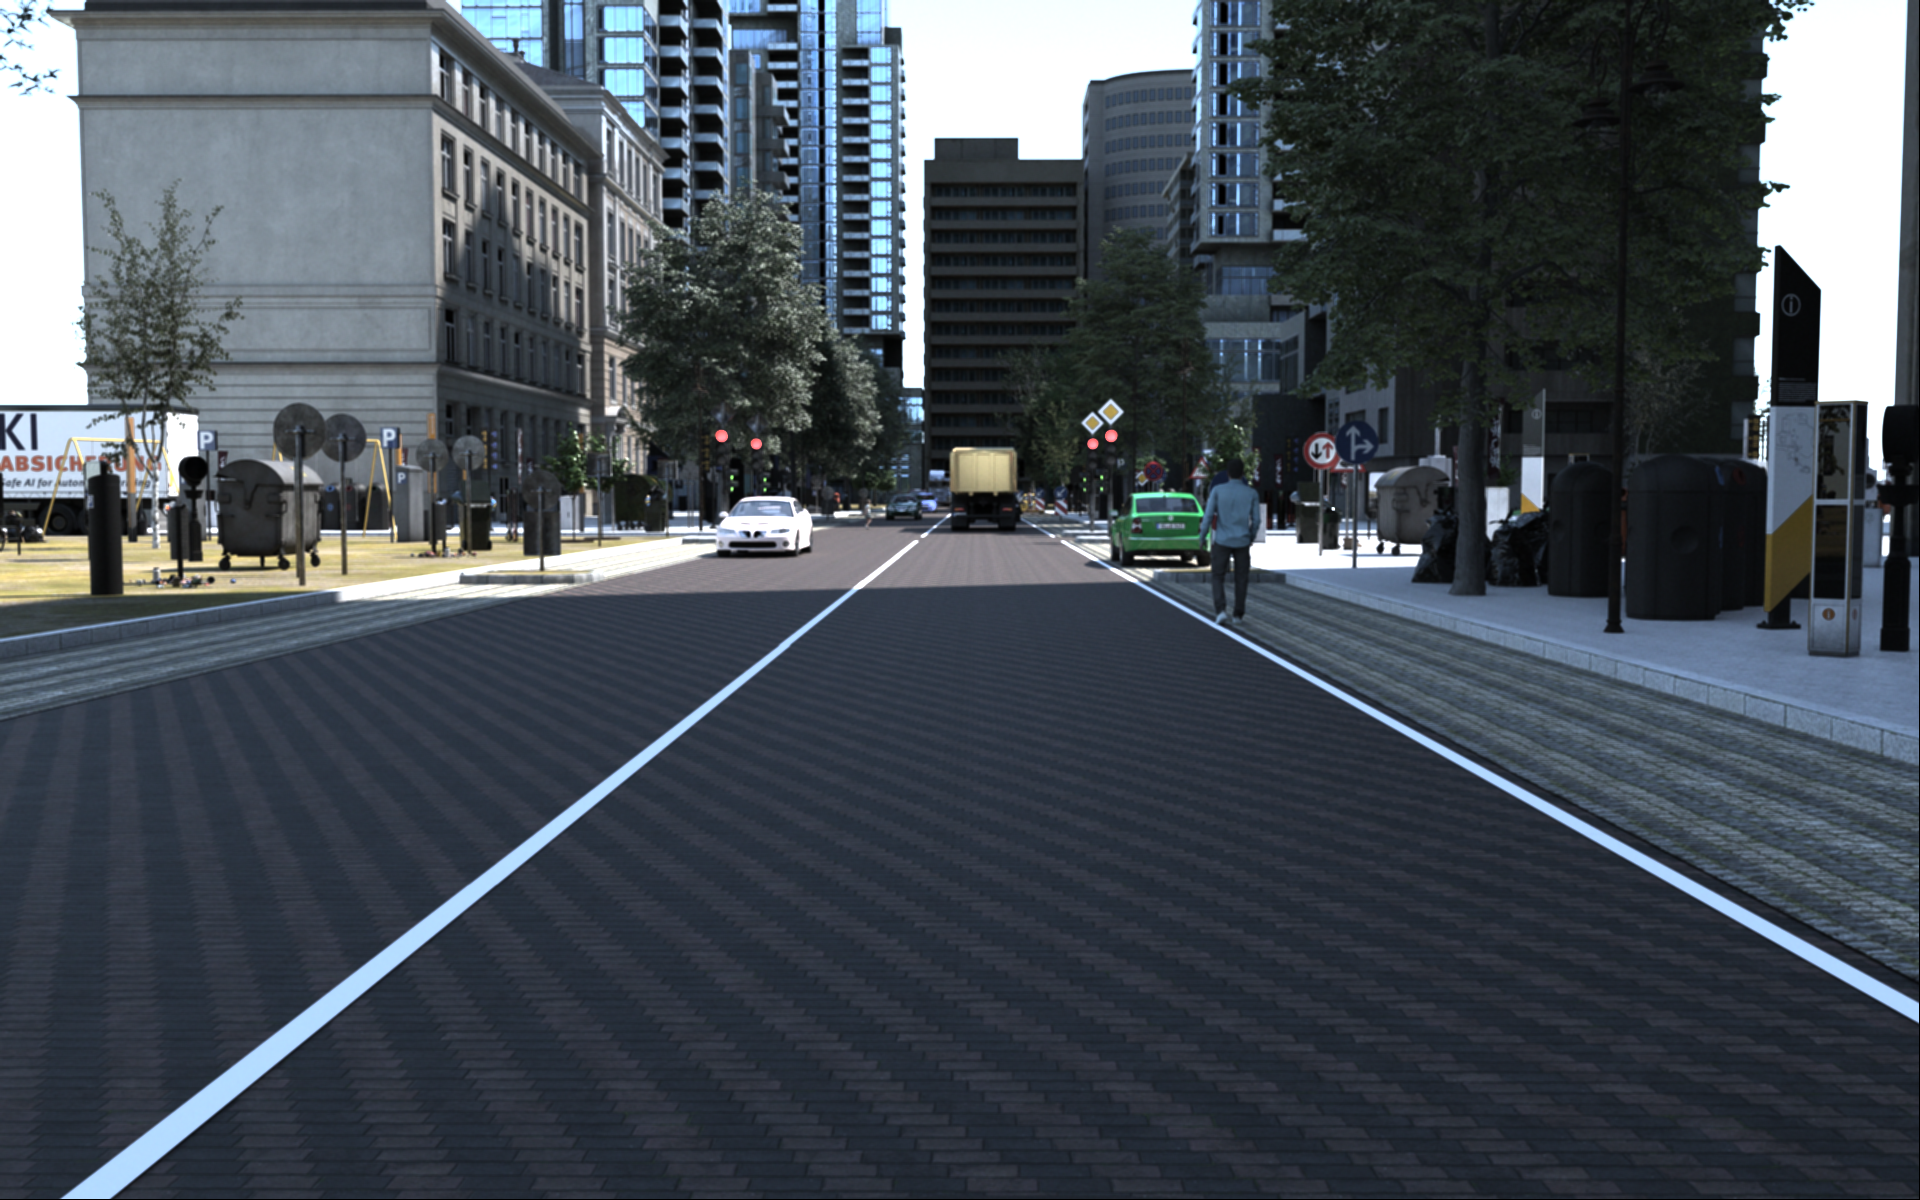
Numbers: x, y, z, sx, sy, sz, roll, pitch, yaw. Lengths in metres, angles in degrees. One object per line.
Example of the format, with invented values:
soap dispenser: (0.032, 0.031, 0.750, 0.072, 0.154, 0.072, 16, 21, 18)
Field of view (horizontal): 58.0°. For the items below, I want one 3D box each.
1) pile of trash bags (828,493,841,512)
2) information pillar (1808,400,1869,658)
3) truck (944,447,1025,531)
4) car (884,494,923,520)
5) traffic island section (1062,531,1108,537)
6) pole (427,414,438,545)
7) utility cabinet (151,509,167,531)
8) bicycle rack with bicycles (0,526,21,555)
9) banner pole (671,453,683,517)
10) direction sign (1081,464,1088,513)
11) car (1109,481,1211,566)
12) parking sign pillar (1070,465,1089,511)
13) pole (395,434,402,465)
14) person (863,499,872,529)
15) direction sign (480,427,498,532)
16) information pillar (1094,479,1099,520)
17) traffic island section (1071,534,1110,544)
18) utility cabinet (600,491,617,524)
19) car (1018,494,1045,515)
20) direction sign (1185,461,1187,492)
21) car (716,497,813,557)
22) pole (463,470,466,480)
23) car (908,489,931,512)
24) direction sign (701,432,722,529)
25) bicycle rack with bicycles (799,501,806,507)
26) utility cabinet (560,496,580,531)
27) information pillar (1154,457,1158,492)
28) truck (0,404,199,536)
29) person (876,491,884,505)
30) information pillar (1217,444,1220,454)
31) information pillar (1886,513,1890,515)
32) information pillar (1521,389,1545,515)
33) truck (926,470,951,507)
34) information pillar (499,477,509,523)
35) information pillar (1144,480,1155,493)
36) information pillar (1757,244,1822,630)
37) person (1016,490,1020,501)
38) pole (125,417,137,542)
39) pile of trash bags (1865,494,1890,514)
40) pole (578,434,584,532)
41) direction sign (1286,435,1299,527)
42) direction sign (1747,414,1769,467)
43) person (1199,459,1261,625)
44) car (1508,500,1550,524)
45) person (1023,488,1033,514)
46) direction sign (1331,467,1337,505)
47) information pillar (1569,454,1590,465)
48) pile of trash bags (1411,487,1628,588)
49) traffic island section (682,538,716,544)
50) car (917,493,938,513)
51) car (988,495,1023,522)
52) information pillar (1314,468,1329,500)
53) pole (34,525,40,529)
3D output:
pile of trash bags: (-9.431, -7.023, 124.574, 1.912, 1.369, 3.447, 1, 4, 18)
information pillar: (6.947, -0.563, 13.702, 0.304, 2.012, 0.304, -3, 5, -44)
truck: (0.980, -4.576, 70.747, 3.469, 3.379, 9.791, 0, 4, 1)
car: (-3.108, -5.183, 96.543, 2.131, 1.459, 4.920, 0, 4, 2)
traffic island section: (4.520, -2.249, 59.054, 2.009, 0.180, 2.903, 0, 4, 1)
pole: (-13.404, -3.066, 43.973, 0.158, 3.312, 0.155, 0, 3, 0)
utility cabinet: (-27.212, -3.121, 59.711, 1.173, 1.500, 0.318, -3, 4, -38)
bicycle rack with bicycles: (-20.811, -1.344, 35.350, 2.852, 0.926, 2.925, 0, 4, 4)
banner pole: (-15.893, -6.540, 96.939, 0.863, 3.779, 0.401, -2, 4, -28)
direction sign: (8.780, -7.816, 119.781, 0.876, 3.537, 0.379, 2, 4, 32)
car: (4.075, -1.635, 35.525, 1.959, 1.807, 4.718, 0, 4, 1)
parking sign pillar: (8.978, -8.694, 130.621, 1.447, 3.967, 1.447, 2, 4, 24)
pole: (-19.154, -3.994, 59.146, 0.158, 3.312, 0.155, 0, 3, 0)
person: (-3.814, -3.483, 70.460, 0.382, 1.210, 0.505, -2, 4, -29)
direction sign: (-16.121, -4.118, 59.328, 0.379, 3.537, 0.876, 1, 4, 22)
information pillar: (6.585, -4.896, 84.540, 0.304, 2.012, 0.304, -3, 5, -41)
traffic island section: (4.445, -1.761, 51.069, 2.009, 0.180, 2.903, 0, 4, 1)
utility cabinet: (-14.943, -3.963, 73.471, 0.318, 1.500, 1.173, 1, 4, 15)
car: (4.887, -6.677, 119.387, 2.015, 1.641, 3.980, 0, 4, -1)
direction sign: (14.177, -7.145, 108.815, 0.379, 3.537, 0.876, 1, 4, 14)
car: (-4.595, -1.762, 41.165, 2.083, 1.381, 4.827, 0, 4, 2)
pole: (-19.424, -4.538, 68.037, 0.158, 3.312, 0.155, 0, 3, 0)
car: (-3.383, -8.039, 140.112, 2.281, 1.827, 5.304, 0, 4, -1)
direction sign: (-9.032, -4.363, 63.328, 0.876, 3.537, 0.379, -1, 4, -15)
bicycle rack with bicycles: (-12.371, -7.219, 131.413, 2.925, 0.926, 2.852, -3, 5, -44)
utility cabinet: (-13.826, -3.070, 61.355, 0.306, 1.237, 1.020, -3, 4, -38)
information pillar: (12.499, -7.285, 110.466, 0.183, 3.616, 0.504, 3, 4, 37)
truck: (-30.345, -4.053, 55.178, 11.283, 4.237, 2.839, 0, 4, -1)
person: (-9.787, -12.598, 214.553, 1.350, 1.814, 0.705, 1, 4, 15)
information pillar: (10.321, -4.684, 67.932, 0.504, 3.616, 0.183, 0, 4, -2)
information pillar: (62.089, -6.798, 115.633, 0.304, 2.012, 0.304, 3, 5, 42)
information pillar: (12.852, -2.904, 38.831, 0.504, 3.616, 0.183, 3, 5, 42)
truck: (-2.395, -12.917, 200.949, 2.967, 4.110, 18.799, 0, 4, -1)
information pillar: (-19.890, -4.351, 75.635, 0.304, 2.012, 0.304, 3, 4, 37)
information pillar: (9.506, -5.067, 87.329, 0.304, 2.012, 0.304, -2, 4, -35)
information pillar: (7.887, -1.533, 16.424, 0.504, 3.616, 0.183, -1, 4, -14)
person: (4.534, -7.639, 133.743, 0.624, 1.780, 0.694, 0, 4, 4)
pole: (-22.094, -3.200, 46.163, 0.158, 3.312, 0.155, 0, 3, 0)
pile of trash bags: (36.890, -3.747, 71.009, 3.447, 1.369, 1.912, -2, 4, -24)
pole: (-12.764, -3.948, 58.390, 0.158, 3.312, 0.155, 0, 3, 0)
direction sign: (12.870, -4.596, 67.149, 0.379, 3.537, 0.876, -1, 4, -21)
direction sign: (22.844, -3.507, 49.330, 0.876, 3.537, 0.379, 0, 4, 4)
person: (2.966, -0.641, 18.995, 0.660, 1.820, 0.620, 0, 4, 1)
car: (19.416, -2.641, 54.985, 4.920, 1.459, 2.131, 0, 4, -1)
person: (4.594, -6.514, 115.092, 0.778, 1.811, 0.616, 1, 4, 10)
direction sign: (16.101, -5.050, 74.568, 0.379, 3.537, 0.876, 0, 4, -4)
information pillar: (11.249, -1.653, 31.525, 0.304, 2.012, 0.304, 0, 4, 8)
pile of trash bags: (8.101, -0.908, 24.591, 1.912, 1.369, 3.447, -3, 4, -39)
traffic island section: (-6.996, -1.768, 51.181, 2.009, 0.180, 2.903, 0, 4, 1)
car: (-2.625, -7.430, 131.075, 1.945, 1.707, 3.694, 0, 4, 2)
car: (2.298, -4.940, 90.553, 2.009, 1.686, 4.222, 0, 4, 1)
information pillar: (10.055, -2.676, 48.241, 0.304, 2.012, 0.304, -1, 4, -15)
pole: (-33.760, -4.244, 63.239, 0.158, 3.312, 0.155, 0, 3, 0)
